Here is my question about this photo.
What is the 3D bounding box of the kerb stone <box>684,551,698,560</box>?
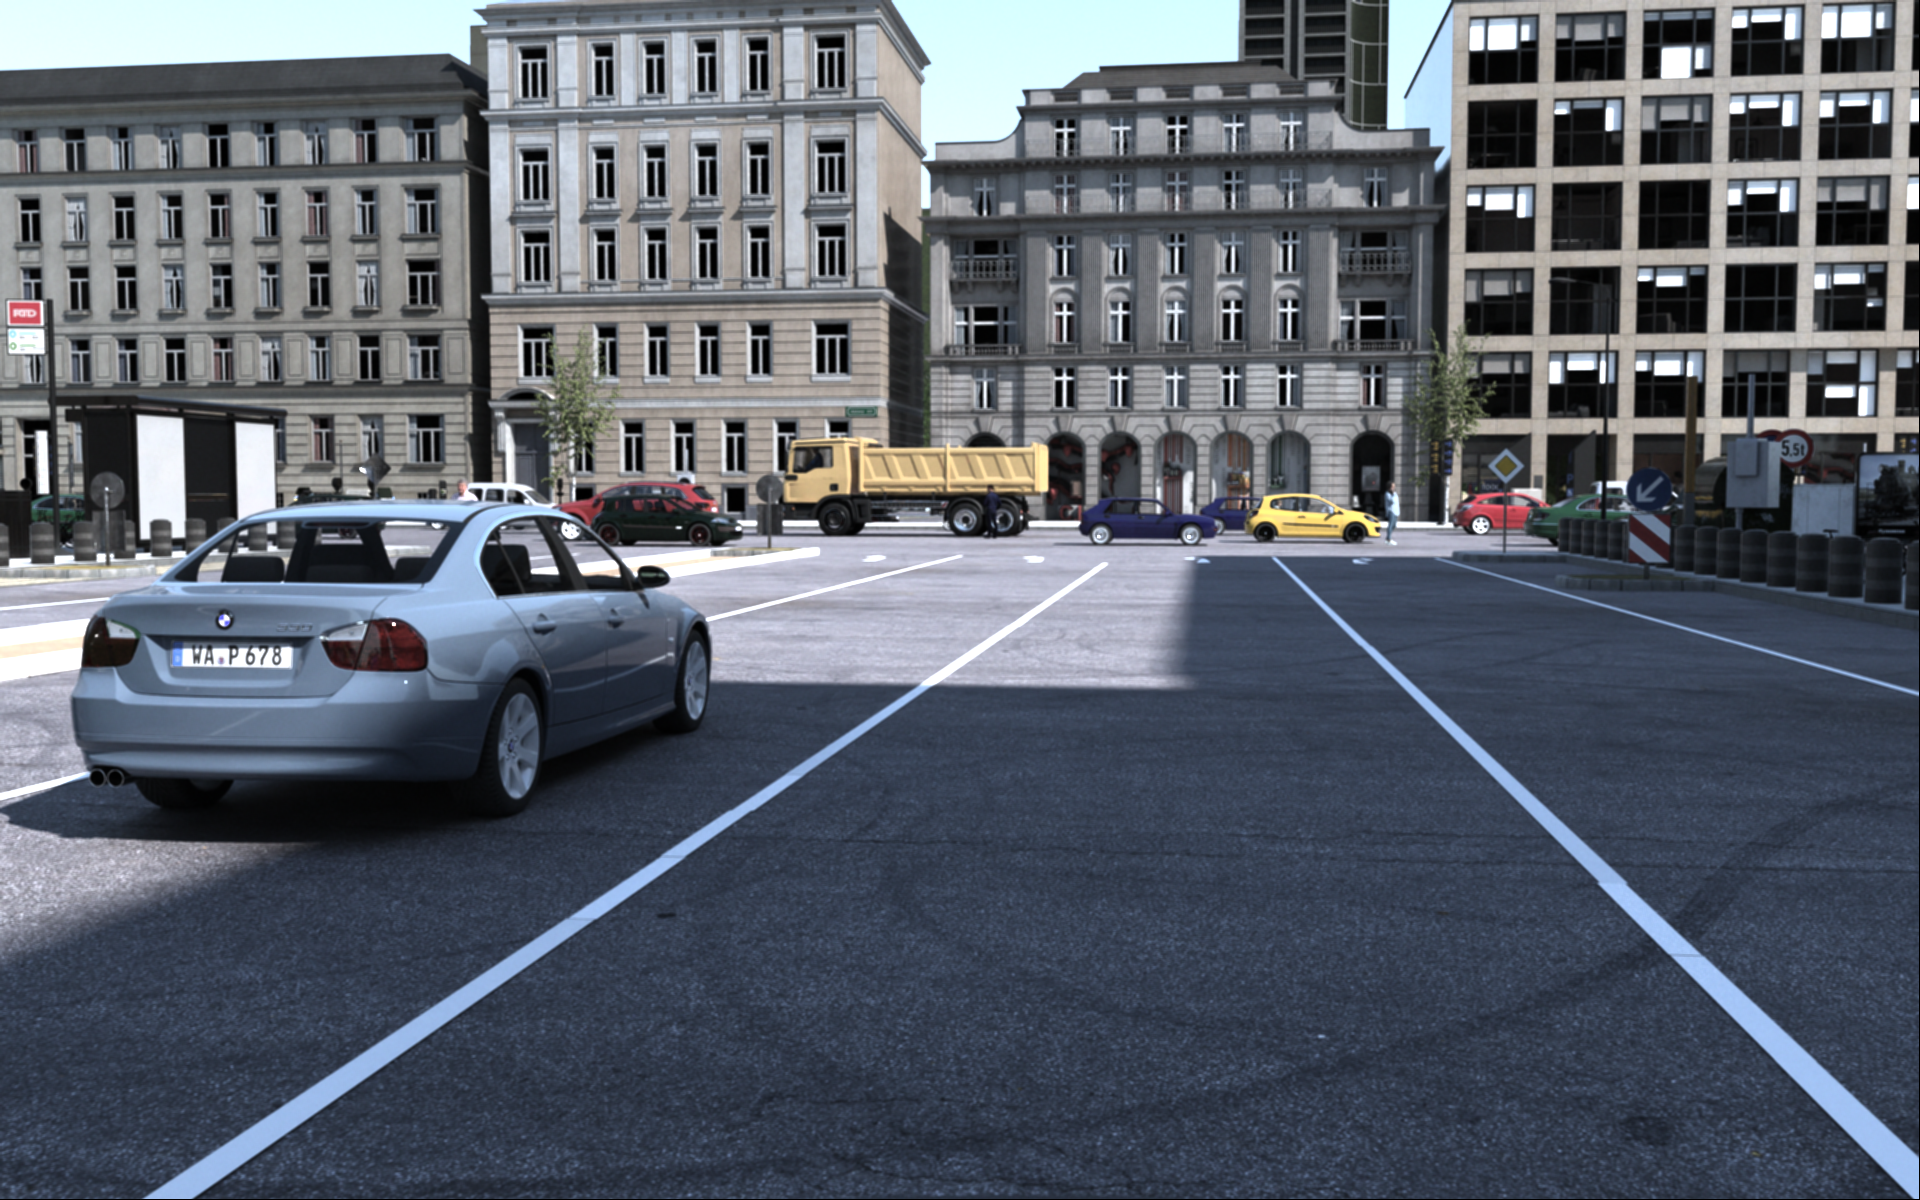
[{"bbox_3d":[-5.991,-0.955,37.816,0.120,0.150,1.000,0,4,8],"label":"kerb stone"}]

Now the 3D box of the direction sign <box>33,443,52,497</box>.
[{"bbox_3d":[-40.766,-5.202,77.045,0.876,3.537,0.379,0,4,3],"label":"direction sign"}]

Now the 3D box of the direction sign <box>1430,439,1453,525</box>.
[{"bbox_3d":[19.780,-4.847,71.242,0.876,3.537,0.379,1,4,11],"label":"direction sign"}]

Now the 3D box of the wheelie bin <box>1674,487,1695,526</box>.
[{"bbox_3d":[15.125,-1.690,35.547,0.693,1.594,0.980,-1,4,-16],"label":"wheelie bin"}]

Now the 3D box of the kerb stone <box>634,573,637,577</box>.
[{"bbox_3d":[-5.231,-0.374,28.340,0.120,0.150,1.000,0,4,8],"label":"kerb stone"}]

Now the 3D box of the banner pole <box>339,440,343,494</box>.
[{"bbox_3d":[-28.578,-5.507,80.048,0.401,3.779,0.863,-1,4,-20],"label":"banner pole"}]

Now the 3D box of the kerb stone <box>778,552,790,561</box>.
[{"bbox_3d":[-3.917,-0.933,37.500,0.120,0.150,1.000,0,4,8],"label":"kerb stone"}]

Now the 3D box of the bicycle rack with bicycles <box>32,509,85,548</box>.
[{"bbox_3d":[-21.482,-1.711,41.354,2.925,0.926,2.852,-2,4,-28],"label":"bicycle rack with bicycles"}]

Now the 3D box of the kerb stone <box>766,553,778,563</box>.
[{"bbox_3d":[-4.065,-0.869,36.475,0.120,0.150,1.000,0,4,8],"label":"kerb stone"}]

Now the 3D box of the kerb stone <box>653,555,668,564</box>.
[{"bbox_3d":[-6.288,-0.830,35.781,0.120,0.150,1.000,0,4,8],"label":"kerb stone"}]

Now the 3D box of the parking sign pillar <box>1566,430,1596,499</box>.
[{"bbox_3d":[26.107,-5.161,72.852,1.447,3.967,1.447,-2,4,-30],"label":"parking sign pillar"}]

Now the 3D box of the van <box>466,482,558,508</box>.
[{"bbox_3d":[-16.114,-3.446,63.357,4.112,2.044,2.013,0,4,8],"label":"van"}]

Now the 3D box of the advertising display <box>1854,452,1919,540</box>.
[{"bbox_3d":[14.229,-1.301,26.477,0.974,1.923,0.123,2,4,24],"label":"advertising display"}]

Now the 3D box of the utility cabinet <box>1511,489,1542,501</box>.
[{"bbox_3d":[22.691,-3.714,69.411,1.173,1.500,0.318,0,4,-8],"label":"utility cabinet"}]

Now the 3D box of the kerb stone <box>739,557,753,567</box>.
[{"bbox_3d":[-4.359,-0.749,34.444,0.120,0.150,1.000,0,4,8],"label":"kerb stone"}]

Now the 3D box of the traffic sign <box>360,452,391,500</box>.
[{"bbox_3d":[-13.913,-2.299,41.236,0.795,2.450,0.064,0,4,8],"label":"traffic sign"}]

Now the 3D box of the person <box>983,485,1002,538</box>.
[{"bbox_3d":[0.988,-2.866,56.058,0.504,1.737,0.576,3,5,42],"label":"person"}]

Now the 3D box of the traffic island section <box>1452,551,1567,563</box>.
[{"bbox_3d":[11.841,-0.938,37.619,2.009,0.180,2.903,0,4,8],"label":"traffic island section"}]

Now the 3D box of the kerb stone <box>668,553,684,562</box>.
[{"bbox_3d":[-6.136,-0.893,36.800,0.120,0.150,1.000,0,4,8],"label":"kerb stone"}]

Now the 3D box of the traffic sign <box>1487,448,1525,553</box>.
[{"bbox_3d":[11.817,-2.074,37.545,0.795,2.450,0.064,0,4,8],"label":"traffic sign"}]

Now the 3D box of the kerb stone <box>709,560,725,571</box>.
[{"bbox_3d":[-4.649,-0.625,32.406,0.120,0.150,1.000,0,4,8],"label":"kerb stone"}]

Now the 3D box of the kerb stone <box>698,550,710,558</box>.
[{"bbox_3d":[-5.847,-1.018,38.838,0.120,0.150,1.000,0,4,8],"label":"kerb stone"}]

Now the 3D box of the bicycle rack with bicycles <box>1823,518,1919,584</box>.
[{"bbox_3d":[13.361,-0.689,24.653,2.925,0.926,2.852,3,5,40],"label":"bicycle rack with bicycles"}]

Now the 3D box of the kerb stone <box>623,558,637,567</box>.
[{"bbox_3d":[-6.567,-0.706,33.746,0.120,0.150,1.000,0,4,8],"label":"kerb stone"}]

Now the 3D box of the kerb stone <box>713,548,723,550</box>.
[{"bbox_3d":[-5.703,-1.078,39.855,0.120,0.150,1.000,0,4,8],"label":"kerb stone"}]

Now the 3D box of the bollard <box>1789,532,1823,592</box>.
[{"bbox_3d":[11.242,-0.496,22.821,0.404,0.777,0.398,0,3,0],"label":"bollard"}]

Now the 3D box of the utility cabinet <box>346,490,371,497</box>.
[{"bbox_3d":[-29.275,-4.623,84.270,1.173,1.500,0.318,1,4,12],"label":"utility cabinet"}]

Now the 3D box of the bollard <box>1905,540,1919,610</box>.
[{"bbox_3d":[10.724,-0.276,19.228,0.404,0.777,0.398,0,3,0],"label":"bollard"}]

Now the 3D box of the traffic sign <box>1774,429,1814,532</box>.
[{"bbox_3d":[16.283,-2.069,33.929,0.768,2.556,0.104,1,4,11],"label":"traffic sign"}]

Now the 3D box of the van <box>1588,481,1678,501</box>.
[{"bbox_3d":[22.463,-3.004,56.122,4.112,2.044,2.013,1,4,8],"label":"van"}]

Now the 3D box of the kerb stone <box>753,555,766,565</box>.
[{"bbox_3d":[-4.204,-0.810,35.458,0.120,0.150,1.000,0,4,8],"label":"kerb stone"}]

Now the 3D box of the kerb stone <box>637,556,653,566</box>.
[{"bbox_3d":[-6.429,-0.769,34.764,0.120,0.150,1.000,0,4,8],"label":"kerb stone"}]

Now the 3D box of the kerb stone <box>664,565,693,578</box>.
[{"bbox_3d":[-4.938,-0.500,30.374,0.120,0.150,1.000,0,4,8],"label":"kerb stone"}]

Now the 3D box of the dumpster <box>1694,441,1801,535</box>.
[{"bbox_3d":[14.156,-1.766,31.366,1.502,2.255,1.985,1,4,8],"label":"dumpster"}]

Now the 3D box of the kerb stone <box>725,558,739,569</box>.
[{"bbox_3d":[-4.498,-0.686,33.427,0.120,0.150,1.000,0,4,8],"label":"kerb stone"}]

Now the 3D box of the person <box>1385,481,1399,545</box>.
[{"bbox_3d":[12.208,-2.466,49.078,0.793,1.790,0.793,0,4,-2],"label":"person"}]

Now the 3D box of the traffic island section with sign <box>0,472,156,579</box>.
[{"bbox_3d":[-15.206,-1.316,30.151,1.989,1.847,2.006,0,4,8],"label":"traffic island section with sign"}]

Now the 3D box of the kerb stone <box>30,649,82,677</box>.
[{"bbox_3d":[-7.271,0.497,14.075,0.120,0.150,1.000,0,4,8],"label":"kerb stone"}]

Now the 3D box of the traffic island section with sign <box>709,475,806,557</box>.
[{"bbox_3d":[-4.576,-1.961,40.202,2.006,1.907,1.989,0,4,8],"label":"traffic island section with sign"}]

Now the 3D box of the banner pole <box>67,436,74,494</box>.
[{"bbox_3d":[-38.572,-5.209,75.185,0.401,3.779,0.863,-3,5,-40],"label":"banner pole"}]

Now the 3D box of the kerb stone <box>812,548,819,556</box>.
[{"bbox_3d":[-3.473,-1.123,40.563,0.120,0.150,1.000,0,4,8],"label":"kerb stone"}]

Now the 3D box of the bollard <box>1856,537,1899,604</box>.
[{"bbox_3d":[10.900,-0.350,20.432,0.404,0.777,0.398,0,3,0],"label":"bollard"}]

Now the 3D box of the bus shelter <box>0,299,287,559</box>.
[{"bbox_3d":[-18.177,-3.710,38.283,2.179,5.291,8.768,1,4,8],"label":"bus shelter"}]

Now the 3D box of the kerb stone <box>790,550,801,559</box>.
[{"bbox_3d":[-3.768,-0.994,38.519,0.120,0.150,1.000,0,4,8],"label":"kerb stone"}]

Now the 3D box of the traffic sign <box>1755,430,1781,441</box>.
[{"bbox_3d":[16.057,-2.095,34.352,0.768,2.556,0.104,1,4,10],"label":"traffic sign"}]

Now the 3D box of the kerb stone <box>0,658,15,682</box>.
[{"bbox_3d":[-7.416,0.560,13.049,0.120,0.150,1.000,0,4,8],"label":"kerb stone"}]

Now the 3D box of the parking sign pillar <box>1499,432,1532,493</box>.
[{"bbox_3d":[24.297,-5.345,75.862,1.447,3.967,1.447,-1,4,-10],"label":"parking sign pillar"}]

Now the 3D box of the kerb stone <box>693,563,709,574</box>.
[{"bbox_3d":[-4.793,-0.562,31.390,0.120,0.150,1.000,0,4,8],"label":"kerb stone"}]

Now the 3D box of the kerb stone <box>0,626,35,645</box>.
[{"bbox_3d":[-9.056,0.362,16.436,0.120,0.150,1.000,0,4,8],"label":"kerb stone"}]

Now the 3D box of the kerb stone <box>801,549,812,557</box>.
[{"bbox_3d":[-3.616,-1.061,39.547,0.120,0.150,1.000,0,4,8],"label":"kerb stone"}]

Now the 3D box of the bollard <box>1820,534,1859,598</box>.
[{"bbox_3d":[11.068,-0.422,21.622,0.404,0.777,0.398,0,3,0],"label":"bollard"}]

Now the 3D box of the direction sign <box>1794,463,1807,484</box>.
[{"bbox_3d":[36.042,-5.042,74.428,0.379,3.537,0.876,-1,4,-14],"label":"direction sign"}]

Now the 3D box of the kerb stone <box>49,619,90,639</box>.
[{"bbox_3d":[-8.904,0.293,17.454,0.120,0.150,1.000,0,4,8],"label":"kerb stone"}]

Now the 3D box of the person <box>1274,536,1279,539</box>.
[{"bbox_3d":[10.186,-2.603,55.750,0.352,1.250,0.332,0,4,7],"label":"person"}]

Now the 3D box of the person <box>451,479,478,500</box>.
[{"bbox_3d":[-9.037,-1.343,31.399,0.756,1.711,0.436,1,4,22],"label":"person"}]

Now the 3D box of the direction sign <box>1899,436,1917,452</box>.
[{"bbox_3d":[36.987,-4.629,67.678,0.876,3.537,0.379,-1,4,-19],"label":"direction sign"}]

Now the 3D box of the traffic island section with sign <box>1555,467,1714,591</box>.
[{"bbox_3d":[10.255,-1.096,26.551,1.989,1.847,2.006,0,4,8],"label":"traffic island section with sign"}]
